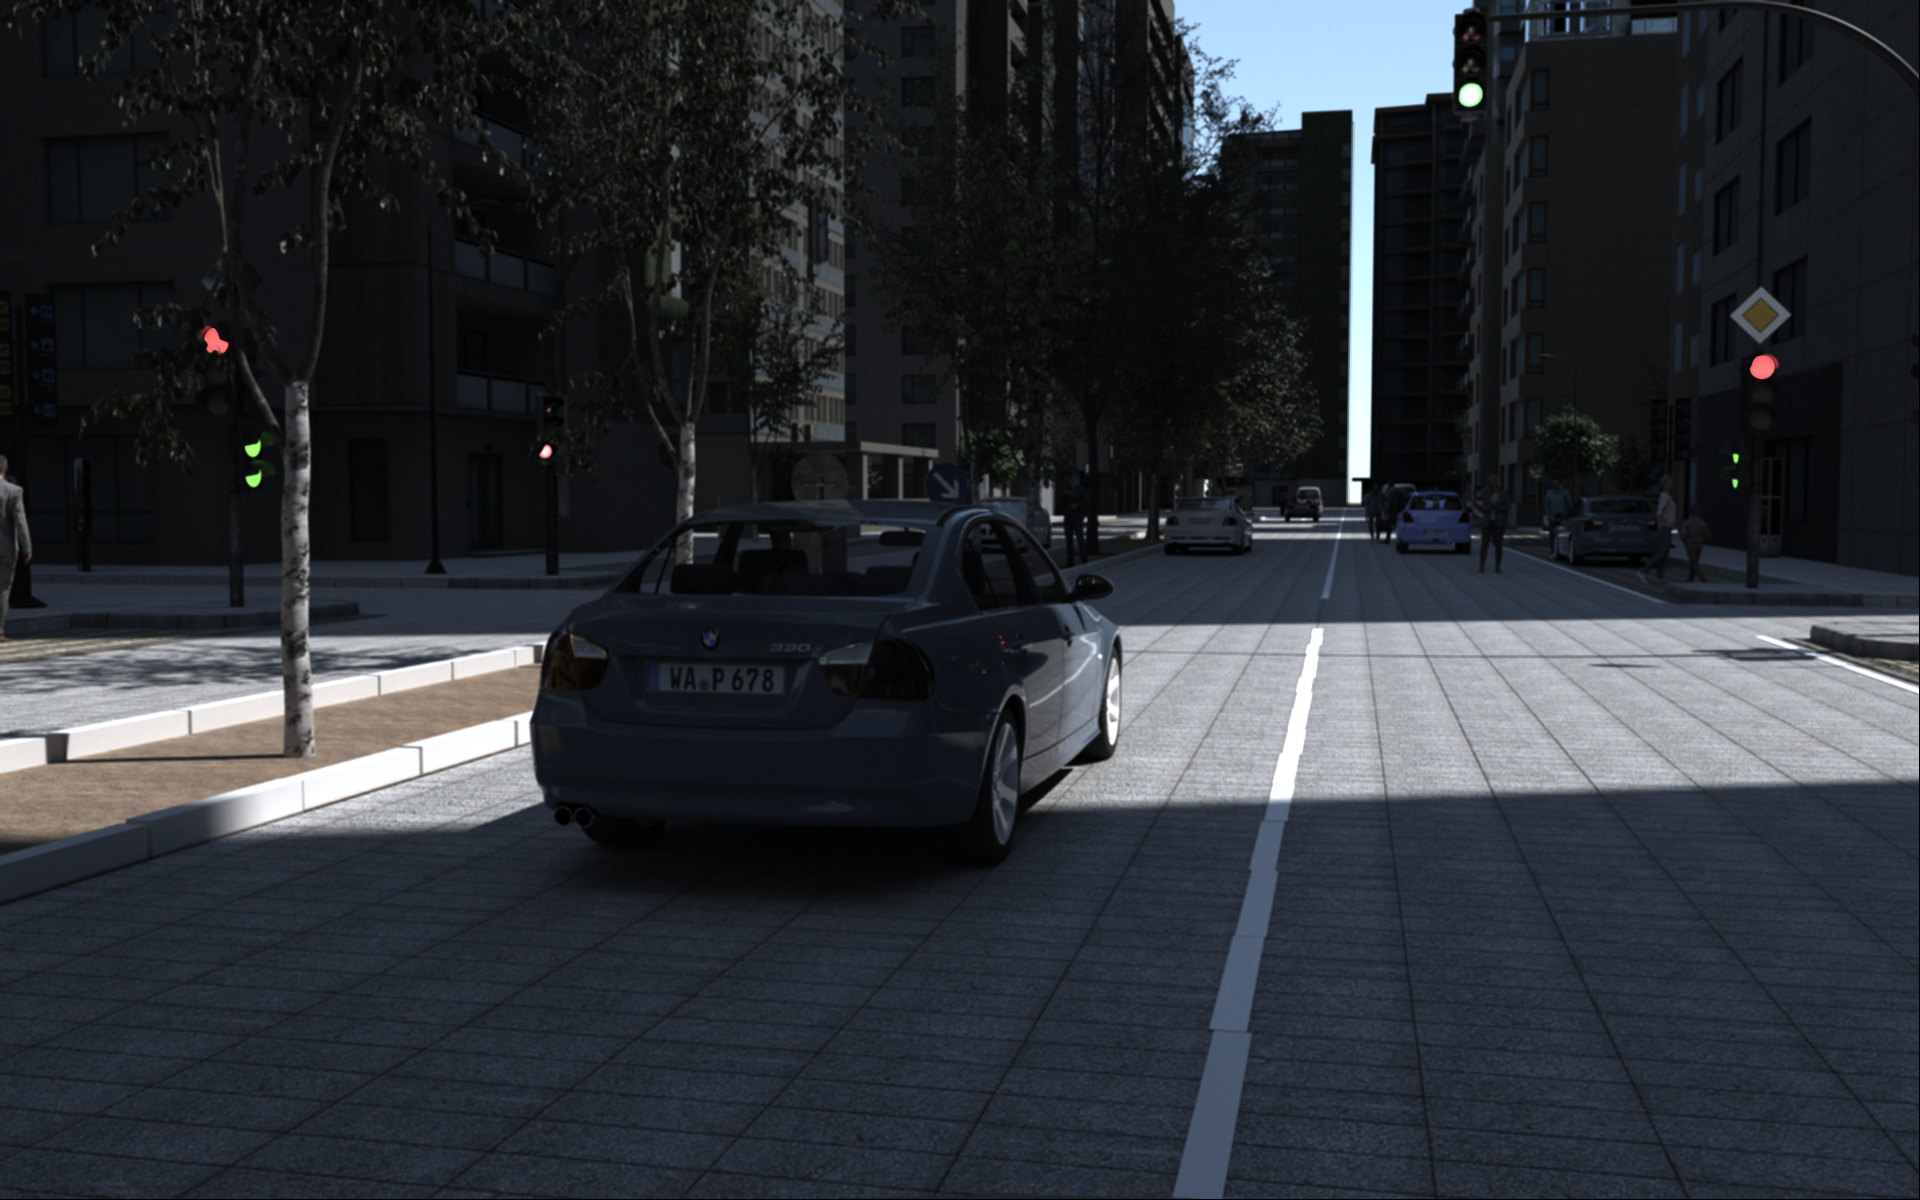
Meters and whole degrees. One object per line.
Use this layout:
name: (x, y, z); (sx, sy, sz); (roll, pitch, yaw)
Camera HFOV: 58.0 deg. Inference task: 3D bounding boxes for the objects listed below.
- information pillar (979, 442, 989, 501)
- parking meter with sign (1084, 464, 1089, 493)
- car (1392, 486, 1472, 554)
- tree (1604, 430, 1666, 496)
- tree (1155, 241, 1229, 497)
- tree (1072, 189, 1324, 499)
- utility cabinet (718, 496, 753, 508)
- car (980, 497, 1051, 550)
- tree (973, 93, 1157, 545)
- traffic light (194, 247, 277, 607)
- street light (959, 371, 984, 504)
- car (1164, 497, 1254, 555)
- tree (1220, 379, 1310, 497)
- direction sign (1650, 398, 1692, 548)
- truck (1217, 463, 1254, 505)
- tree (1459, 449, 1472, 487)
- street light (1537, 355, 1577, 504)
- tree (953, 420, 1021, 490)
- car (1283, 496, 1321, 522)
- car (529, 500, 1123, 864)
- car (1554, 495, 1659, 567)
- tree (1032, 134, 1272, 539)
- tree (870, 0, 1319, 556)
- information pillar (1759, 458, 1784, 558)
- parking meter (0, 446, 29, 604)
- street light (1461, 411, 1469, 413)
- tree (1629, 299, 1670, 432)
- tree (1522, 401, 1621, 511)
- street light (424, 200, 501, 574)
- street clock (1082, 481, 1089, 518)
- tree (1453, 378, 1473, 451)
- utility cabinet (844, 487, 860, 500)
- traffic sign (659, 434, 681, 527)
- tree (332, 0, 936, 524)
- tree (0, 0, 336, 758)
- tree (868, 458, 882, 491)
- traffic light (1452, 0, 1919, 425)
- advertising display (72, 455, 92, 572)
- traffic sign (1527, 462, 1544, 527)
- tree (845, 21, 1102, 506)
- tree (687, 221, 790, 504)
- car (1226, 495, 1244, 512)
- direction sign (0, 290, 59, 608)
information pillar: (0.988, -4.962, 72.484); (0.183, 3.616, 0.504); (-3, 5, -44)
parking meter with sign: (7.521, -6.307, 99.375); (0.543, 3.016, 1.738); (0, 4, -4)
car: (11.645, -2.024, 42.686); (1.945, 1.707, 3.694); (1, 4, 12)
tree: (20.253, -3.525, 52.233); (1.663, 3.219, 1.824); (0, 3, 0)
tree: (5.447, -5.861, 48.642); (4.360, 8.622, 3.978); (0, 3, 0)
tree: (8.296, -8.772, 62.887); (9.611, 12.733, 9.660); (0, 3, 0)
utility cabinet: (-6.485, -2.386, 50.168); (1.020, 1.237, 0.306); (-1, 4, -22)
car: (1.148, -1.910, 43.589); (2.083, 1.381, 4.827); (1, 4, 12)
tree: (1.337, -4.845, 32.042); (4.360, 8.622, 3.978); (0, 3, 0)
traffic light: (-8.198, -1.874, 19.557); (0.839, 4.253, 0.868); (1, 4, 13)
street light: (0.524, -5.673, 65.287); (1.470, 5.913, 1.316); (1, 4, 13)
car: (6.055, -1.816, 42.053); (2.083, 1.381, 4.827); (1, 4, 13)
tree: (13.215, -9.115, 85.900); (8.767, 10.594, 7.601); (1, 4, 13)
direction sign: (16.860, -3.006, 41.149); (0.876, 3.537, 0.379); (2, 4, 28)
truck: (23.455, -9.713, 147.715); (2.839, 4.237, 11.283); (1, 4, 14)
tree: (32.705, -7.571, 107.496); (4.285, 4.588, 4.351); (0, 3, 0)
street light: (19.931, -5.212, 57.756); (1.470, 5.913, 1.316); (1, 4, 13)
tree: (1.216, -5.658, 76.230); (4.285, 4.588, 4.351); (0, 3, 0)
car: (17.818, -4.754, 90.307); (1.945, 1.354, 3.894); (1, 4, 11)
car: (-0.352, 0.237, 8.135); (2.014, 1.417, 4.499); (1, 4, 14)
car: (13.235, -1.428, 35.357); (2.014, 1.417, 4.499); (1, 4, 13)
tree: (6.061, -8.193, 54.545); (7.486, 12.596, 7.792); (0, 3, 0)
tree: (3.093, -7.777, 39.974); (12.009, 13.543, 11.850); (0, 3, 0)
information pillar: (16.390, -1.865, 34.992); (0.304, 2.012, 0.304); (-1, 4, -11)
parking meter: (-11.115, -0.889, 20.246); (0.399, 1.863, 0.255); (-3, 4, -37)
street light: (28.621, -7.584, 96.540); (1.470, 5.913, 1.316); (1, 4, 13)
tree: (26.912, -6.916, 63.441); (4.360, 8.622, 3.978); (0, 3, 0)
tree: (21.457, -4.737, 61.163); (4.285, 4.588, 4.351); (0, 3, 0)
street light: (-7.936, -3.370, 27.648); (1.470, 5.913, 1.316); (1, 4, 13)
street clock: (6.915, -5.509, 94.645); (0.471, 2.002, 0.358); (-2, 4, -31)
tree: (30.712, -9.186, 100.557); (4.360, 8.622, 3.978); (0, 3, 0)
utility cabinet: (-3.219, -2.541, 50.218); (0.318, 1.500, 1.173); (1, 4, 17)
traffic sign: (-6.079, -2.251, 36.917); (0.768, 2.556, 0.104); (1, 4, 16)
tree: (-2.319, -3.794, 14.845); (4.360, 8.622, 3.978); (0, 3, 0)
tree: (-3.555, -3.460, 9.391); (4.360, 8.622, 3.978); (0, 3, 0)
tree: (-4.253, -5.061, 77.350); (1.663, 3.219, 1.824); (0, 3, 0)
traffic light: (6.980, -2.530, 16.041); (4.771, 5.953, 1.251); (1, 4, 13)
advertising display: (-14.554, -1.438, 28.731); (0.123, 1.923, 0.974); (-3, 4, -36)
traffic sign: (22.231, -4.076, 66.749); (0.768, 2.556, 0.104); (1, 4, 21)
tree: (0.244, -4.526, 26.821); (4.737, 8.622, 4.395); (0, 3, 0)
tree: (-5.214, -5.818, 45.488); (4.737, 8.622, 4.395); (0, 3, 0)
car: (20.229, -7.146, 129.422); (1.945, 1.354, 3.894); (1, 4, 14)
direction sign: (-10.541, -1.681, 19.486); (0.379, 3.537, 0.876); (2, 4, 26)
